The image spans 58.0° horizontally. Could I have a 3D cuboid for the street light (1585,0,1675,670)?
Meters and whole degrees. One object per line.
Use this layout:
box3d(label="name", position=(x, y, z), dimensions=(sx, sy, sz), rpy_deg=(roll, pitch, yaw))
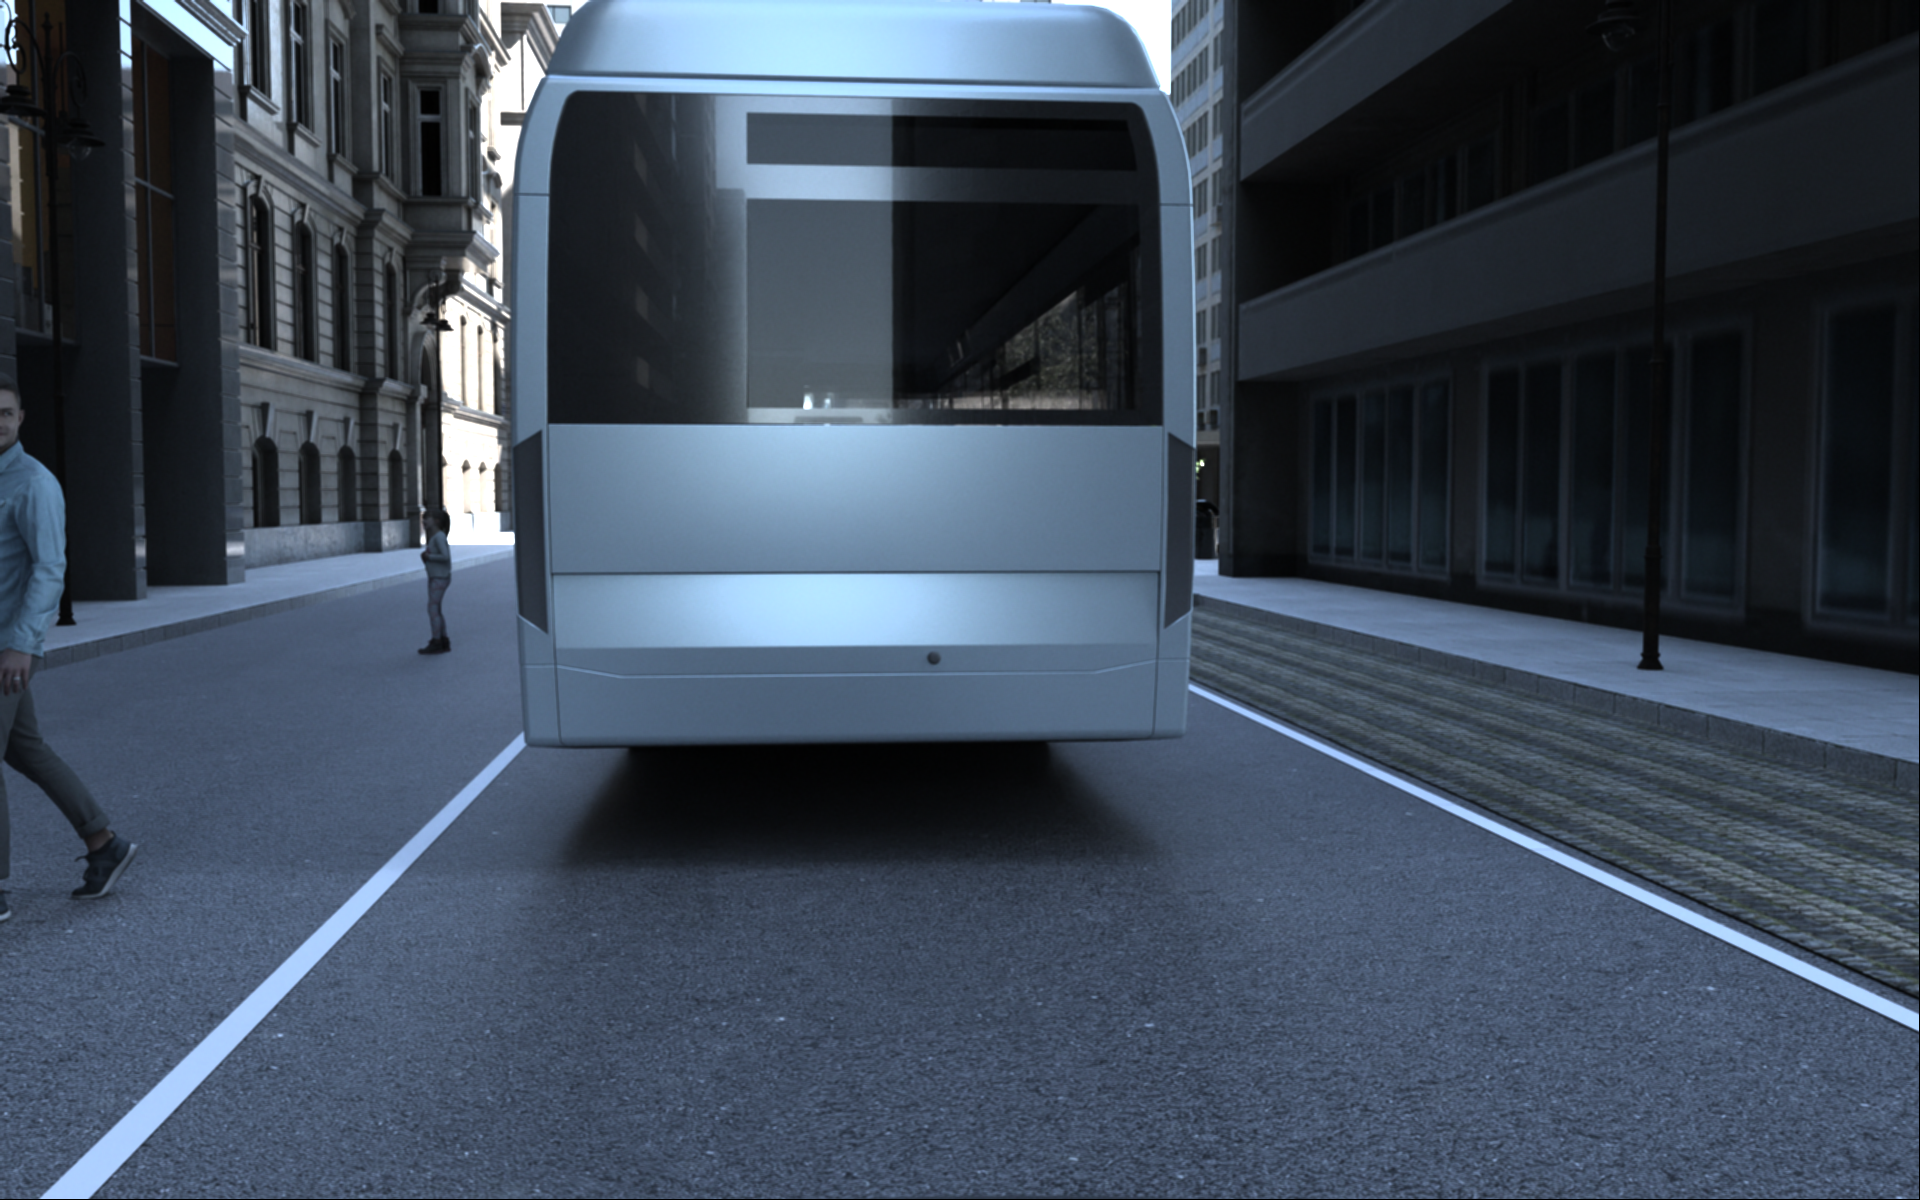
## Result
box3d(label="street light", position=(5.062, -2.430, 12.522), dimensions=(0.468, 5.910, 1.993), rpy_deg=(0, 4, -6))

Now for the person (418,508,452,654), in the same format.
box3d(label="person", position=(-4.745, -0.175, 15.637), dimensions=(0.425, 1.301, 0.394), rpy_deg=(3, 5, 43))

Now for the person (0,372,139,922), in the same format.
box3d(label="person", position=(-3.160, 0.154, 5.851), dimensions=(0.748, 1.841, 0.638), rpy_deg=(-3, 5, -40))

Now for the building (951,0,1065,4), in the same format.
box3d(label="building", position=(-1.610, -44.664, 168.505), dimensions=(20.563, 71.187, 20.611), rpy_deg=(0, 4, -6))

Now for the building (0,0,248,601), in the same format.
box3d(label="building", position=(-14.147, -14.166, 9.115), dimensions=(11.434, 29.767, 29.804), rpy_deg=(0, 4, -6))

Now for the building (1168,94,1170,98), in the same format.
box3d(label="building", position=(6.651, -14.454, 85.470), dimensions=(18.267, 20.994, 9.793), rpy_deg=(0, 4, -6))

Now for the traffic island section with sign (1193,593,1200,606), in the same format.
box3d(label="traffic island section with sign", position=(1.964, -0.872, 22.881), dimensions=(1.989, 1.847, 2.006), rpy_deg=(0, 4, -6))

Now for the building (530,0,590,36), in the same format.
box3d(label="building", position=(-35.407, -44.255, 161.825), dimensions=(20.563, 71.187, 20.611), rpy_deg=(0, 4, -6))

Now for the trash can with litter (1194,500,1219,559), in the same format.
box3d(label="trash can with litter", position=(4.905, -1.400, 34.285), dimensions=(0.624, 1.170, 1.055), rpy_deg=(2, 4, 31))

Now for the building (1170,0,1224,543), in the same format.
box3d(label="building", position=(19.869, -22.115, 53.459), dimensions=(32.217, 40.220, 23.993), rpy_deg=(0, 4, -6))

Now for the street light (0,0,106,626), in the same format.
box3d(label="street light", position=(-8.755, -2.691, 16.786), dimensions=(0.468, 5.910, 1.993), rpy_deg=(0, 4, -6))

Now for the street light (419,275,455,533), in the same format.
box3d(label="street light", position=(-11.036, -3.910, 36.714), dimensions=(0.468, 5.910, 1.993), rpy_deg=(0, 4, -6))

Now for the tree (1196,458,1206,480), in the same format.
box3d(label="tree", position=(4.788, -2.745, 39.479), dimensions=(1.663, 3.219, 1.824), rpy_deg=(0, 3, 0))

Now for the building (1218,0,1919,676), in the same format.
box3d(label="building", position=(15.828, -24.037, 16.703), dimensions=(21.300, 48.544, 21.600), rpy_deg=(0, 4, -6))

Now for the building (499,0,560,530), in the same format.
box3d(label="building", position=(-25.384, -13.955, 64.323), dimensions=(21.152, 22.565, 11.583), rpy_deg=(0, 4, -6))

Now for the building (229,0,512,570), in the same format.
box3d(label="building", position=(-18.673, -13.583, 41.170), dimensions=(14.460, 24.649, 34.723), rpy_deg=(0, 4, -6))

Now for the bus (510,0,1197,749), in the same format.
box3d(label="bus", position=(-0.992, -1.112, 13.049), dimensions=(2.948, 3.499, 13.247), rpy_deg=(0, 4, -5))
